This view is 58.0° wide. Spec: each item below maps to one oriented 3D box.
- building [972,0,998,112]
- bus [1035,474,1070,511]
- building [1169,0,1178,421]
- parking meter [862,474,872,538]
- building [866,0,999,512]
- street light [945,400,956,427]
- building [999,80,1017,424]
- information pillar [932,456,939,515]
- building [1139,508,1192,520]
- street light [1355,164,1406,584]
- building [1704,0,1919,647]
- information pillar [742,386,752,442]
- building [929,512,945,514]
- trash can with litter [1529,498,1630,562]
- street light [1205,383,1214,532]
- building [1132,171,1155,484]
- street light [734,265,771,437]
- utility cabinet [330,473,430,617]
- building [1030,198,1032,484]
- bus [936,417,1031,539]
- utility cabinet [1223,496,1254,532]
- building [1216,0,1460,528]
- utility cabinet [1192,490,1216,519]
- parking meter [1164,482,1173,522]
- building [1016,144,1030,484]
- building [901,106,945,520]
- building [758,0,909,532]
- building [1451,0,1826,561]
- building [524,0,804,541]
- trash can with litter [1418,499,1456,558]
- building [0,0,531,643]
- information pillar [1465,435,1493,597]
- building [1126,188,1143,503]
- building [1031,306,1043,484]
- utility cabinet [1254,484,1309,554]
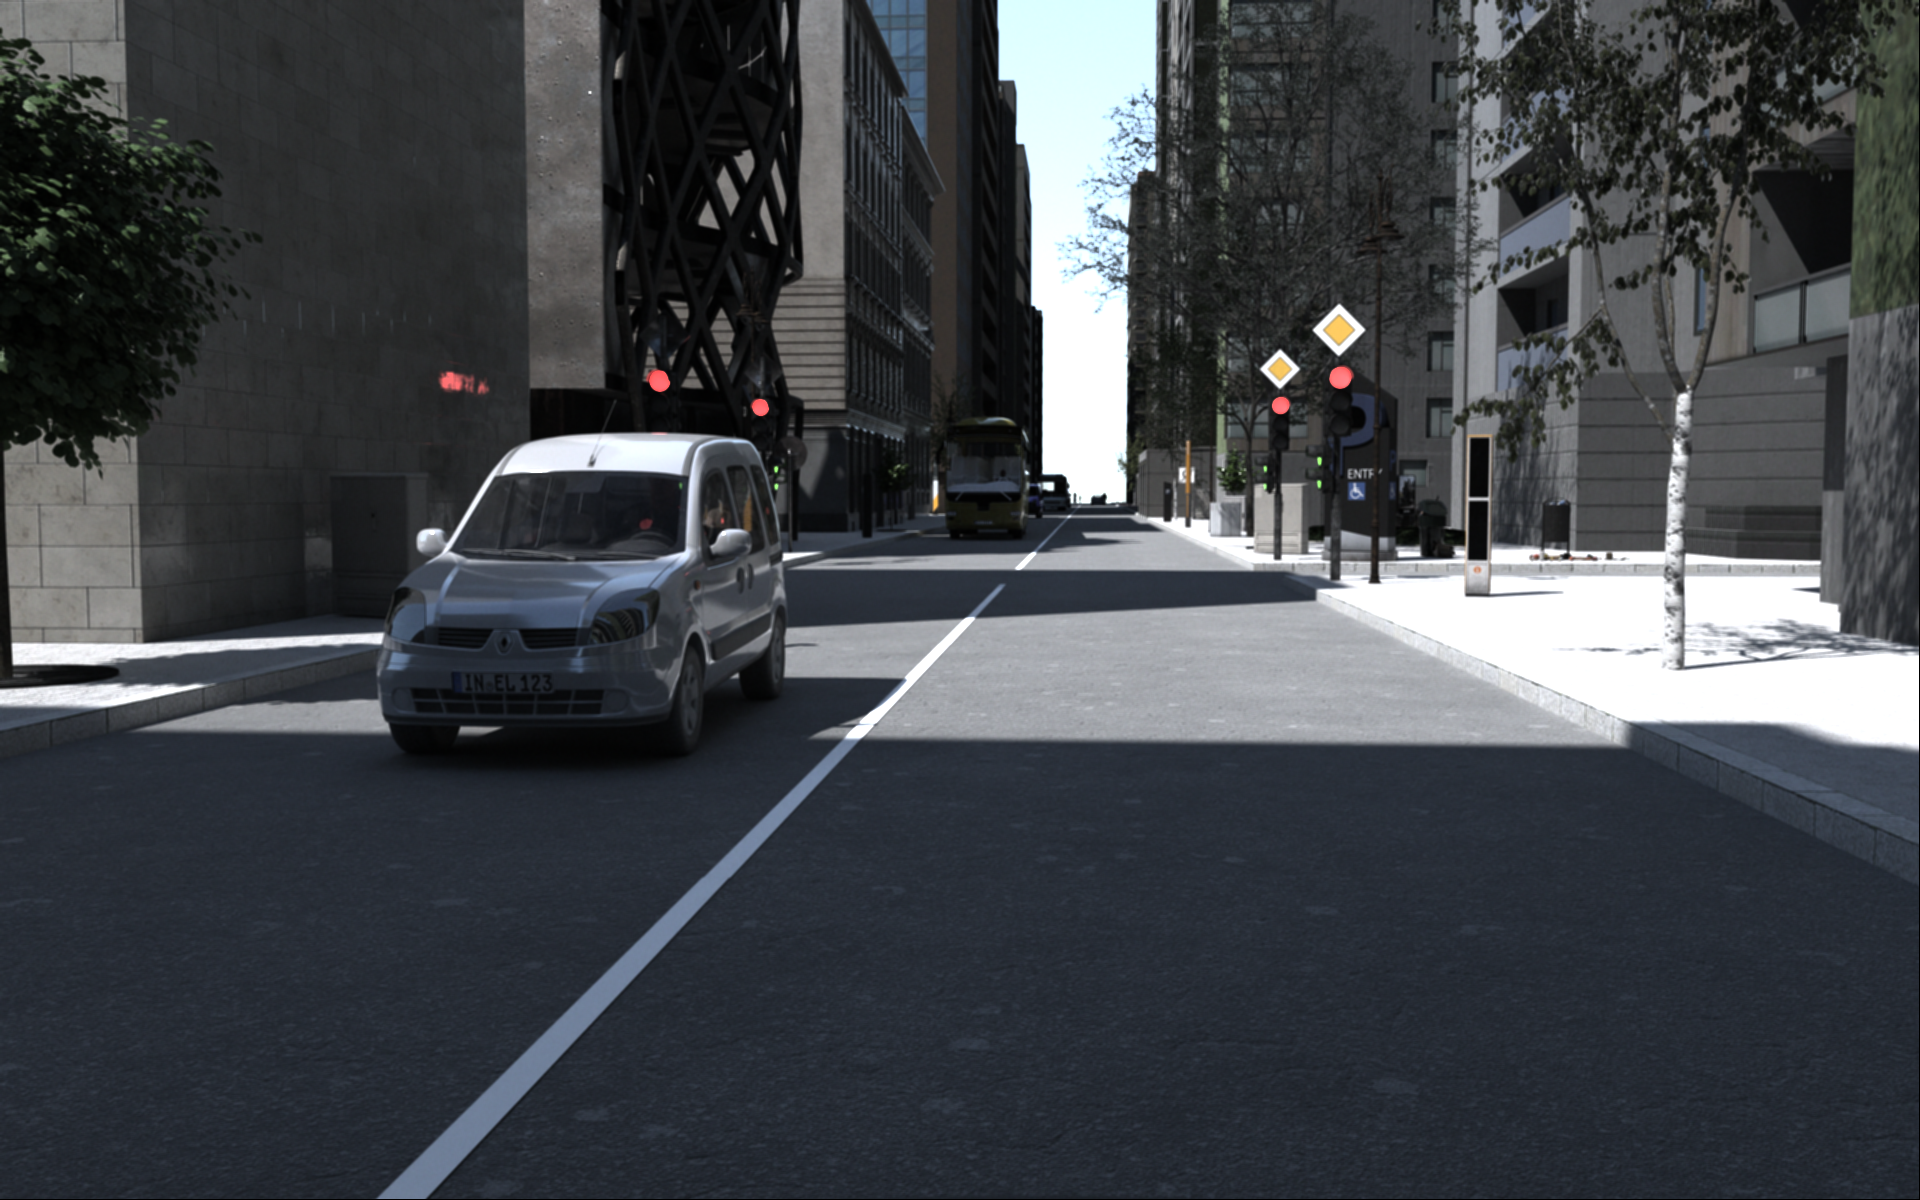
[{"bbox_3d":[-8.282,-31.235,134.400,21.300,48.544,21.600,0,4,4],"label":"building"},{"bbox_3d":[8.079,-9.659,152.788,2.948,3.499,13.247,0,4,2],"label":"bus"},{"bbox_3d":[29.363,-32.803,125.569,28.713,52.752,27.495,0,4,4],"label":"building"},{"bbox_3d":[-2.746,-2.775,51.087,0.255,1.863,0.399,-1,4,-11],"label":"parking meter"},{"bbox_3d":[-3.858,-30.728,152.520,14.600,45.320,14.200,0,4,4],"label":"building"},{"bbox_3d":[-0.460,-6.889,85.424,0.468,5.910,1.993,0,4,4],"label":"street light"},{"bbox_3d":[-1.875,-29.545,166.652,14.154,41.232,14.086,0,4,4],"label":"building"},{"bbox_3d":[-1.480,-7.045,106.546,0.183,3.616,0.504,-3,4,-37],"label":"information pillar"},{"bbox_3d":[20.672,-40.241,96.185,20.563,71.187,20.611,0,4,4],"label":"building"},{"bbox_3d":[5.955,-3.175,24.699,0.468,5.910,1.993,0,4,4],"label":"street light"},{"bbox_3d":[15.296,-20.330,15.987,14.154,41.232,14.086,0,4,4],"label":"building"},{"bbox_3d":[-4.564,-2.813,37.340,0.183,3.616,0.504,-2,4,-28],"label":"information pillar"},{"bbox_3d":[-6.553,-28.522,116.450,14.600,45.320,14.200,0,4,4],"label":"building"},{"bbox_3d":[11.998,-1.380,33.623,2.233,1.210,1.678,0,4,-1],"label":"trash can with litter"},{"bbox_3d":[8.422,-5.211,57.993,0.468,5.910,1.993,0,4,4],"label":"street light"},{"bbox_3d":[34.184,-35.179,229.802,22.147,44.769,28.867,0,4,4],"label":"building"},{"bbox_3d":[-4.188,-3.814,35.143,0.468,5.910,1.993,0,4,4],"label":"street light"},{"bbox_3d":[-6.032,-0.569,17.983,1.173,1.500,0.318,2,4,32],"label":"utility cabinet"},{"bbox_3d":[3.056,-36.499,246.865,14.600,45.320,14.200,0,4,4],"label":"building"},{"bbox_3d":[1.019,-4.121,58.928,2.896,3.916,12.252,0,4,3],"label":"bus"},{"bbox_3d":[9.550,-2.945,59.319,1.020,1.237,0.306,2,4,26],"label":"utility cabinet"},{"bbox_3d":[17.775,-23.752,71.945,14.154,41.232,14.086,0,4,4],"label":"building"},{"bbox_3d":[12.255,-4.790,86.998,1.173,1.500,0.318,0,4,-3],"label":"utility cabinet"},{"bbox_3d":[9.612,-4.543,79.994,0.399,1.863,0.255,0,4,8],"label":"parking meter"},{"bbox_3d":[-1.778,-37.018,228.937,21.300,48.544,21.600,0,4,4],"label":"building"},{"bbox_3d":[-7.381,-15.312,86.506,11.583,22.565,21.152,0,4,4],"label":"building"},{"bbox_3d":[-7.761,-13.304,66.677,9.793,20.994,18.267,0,4,4],"label":"building"},{"bbox_3d":[28.034,-30.476,40.288,28.212,58.520,21.231,0,4,4],"label":"building"},{"bbox_3d":[-12.676,-10.796,43.960,16.820,18.784,16.811,0,4,4],"label":"building"},{"bbox_3d":[9.753,-1.457,35.203,0.624,1.170,1.055,-1,4,-12],"label":"trash can with litter"},{"bbox_3d":[-14.995,-10.110,20.047,16.860,20.320,10.420,0,4,4],"label":"building"},{"bbox_3d":[6.498,-1.052,21.688,0.304,2.012,0.304,1,4,19],"label":"information pillar"},{"bbox_3d":[35.507,-38.626,255.232,21.300,48.544,21.600,0,4,4],"label":"building"},{"bbox_3d":[5.341,-29.974,261.773,14.160,30.474,14.107,0,4,4],"label":"building"},{"bbox_3d":[6.858,-1.732,37.004,1.173,1.500,0.318,3,5,42],"label":"utility cabinet"}]
